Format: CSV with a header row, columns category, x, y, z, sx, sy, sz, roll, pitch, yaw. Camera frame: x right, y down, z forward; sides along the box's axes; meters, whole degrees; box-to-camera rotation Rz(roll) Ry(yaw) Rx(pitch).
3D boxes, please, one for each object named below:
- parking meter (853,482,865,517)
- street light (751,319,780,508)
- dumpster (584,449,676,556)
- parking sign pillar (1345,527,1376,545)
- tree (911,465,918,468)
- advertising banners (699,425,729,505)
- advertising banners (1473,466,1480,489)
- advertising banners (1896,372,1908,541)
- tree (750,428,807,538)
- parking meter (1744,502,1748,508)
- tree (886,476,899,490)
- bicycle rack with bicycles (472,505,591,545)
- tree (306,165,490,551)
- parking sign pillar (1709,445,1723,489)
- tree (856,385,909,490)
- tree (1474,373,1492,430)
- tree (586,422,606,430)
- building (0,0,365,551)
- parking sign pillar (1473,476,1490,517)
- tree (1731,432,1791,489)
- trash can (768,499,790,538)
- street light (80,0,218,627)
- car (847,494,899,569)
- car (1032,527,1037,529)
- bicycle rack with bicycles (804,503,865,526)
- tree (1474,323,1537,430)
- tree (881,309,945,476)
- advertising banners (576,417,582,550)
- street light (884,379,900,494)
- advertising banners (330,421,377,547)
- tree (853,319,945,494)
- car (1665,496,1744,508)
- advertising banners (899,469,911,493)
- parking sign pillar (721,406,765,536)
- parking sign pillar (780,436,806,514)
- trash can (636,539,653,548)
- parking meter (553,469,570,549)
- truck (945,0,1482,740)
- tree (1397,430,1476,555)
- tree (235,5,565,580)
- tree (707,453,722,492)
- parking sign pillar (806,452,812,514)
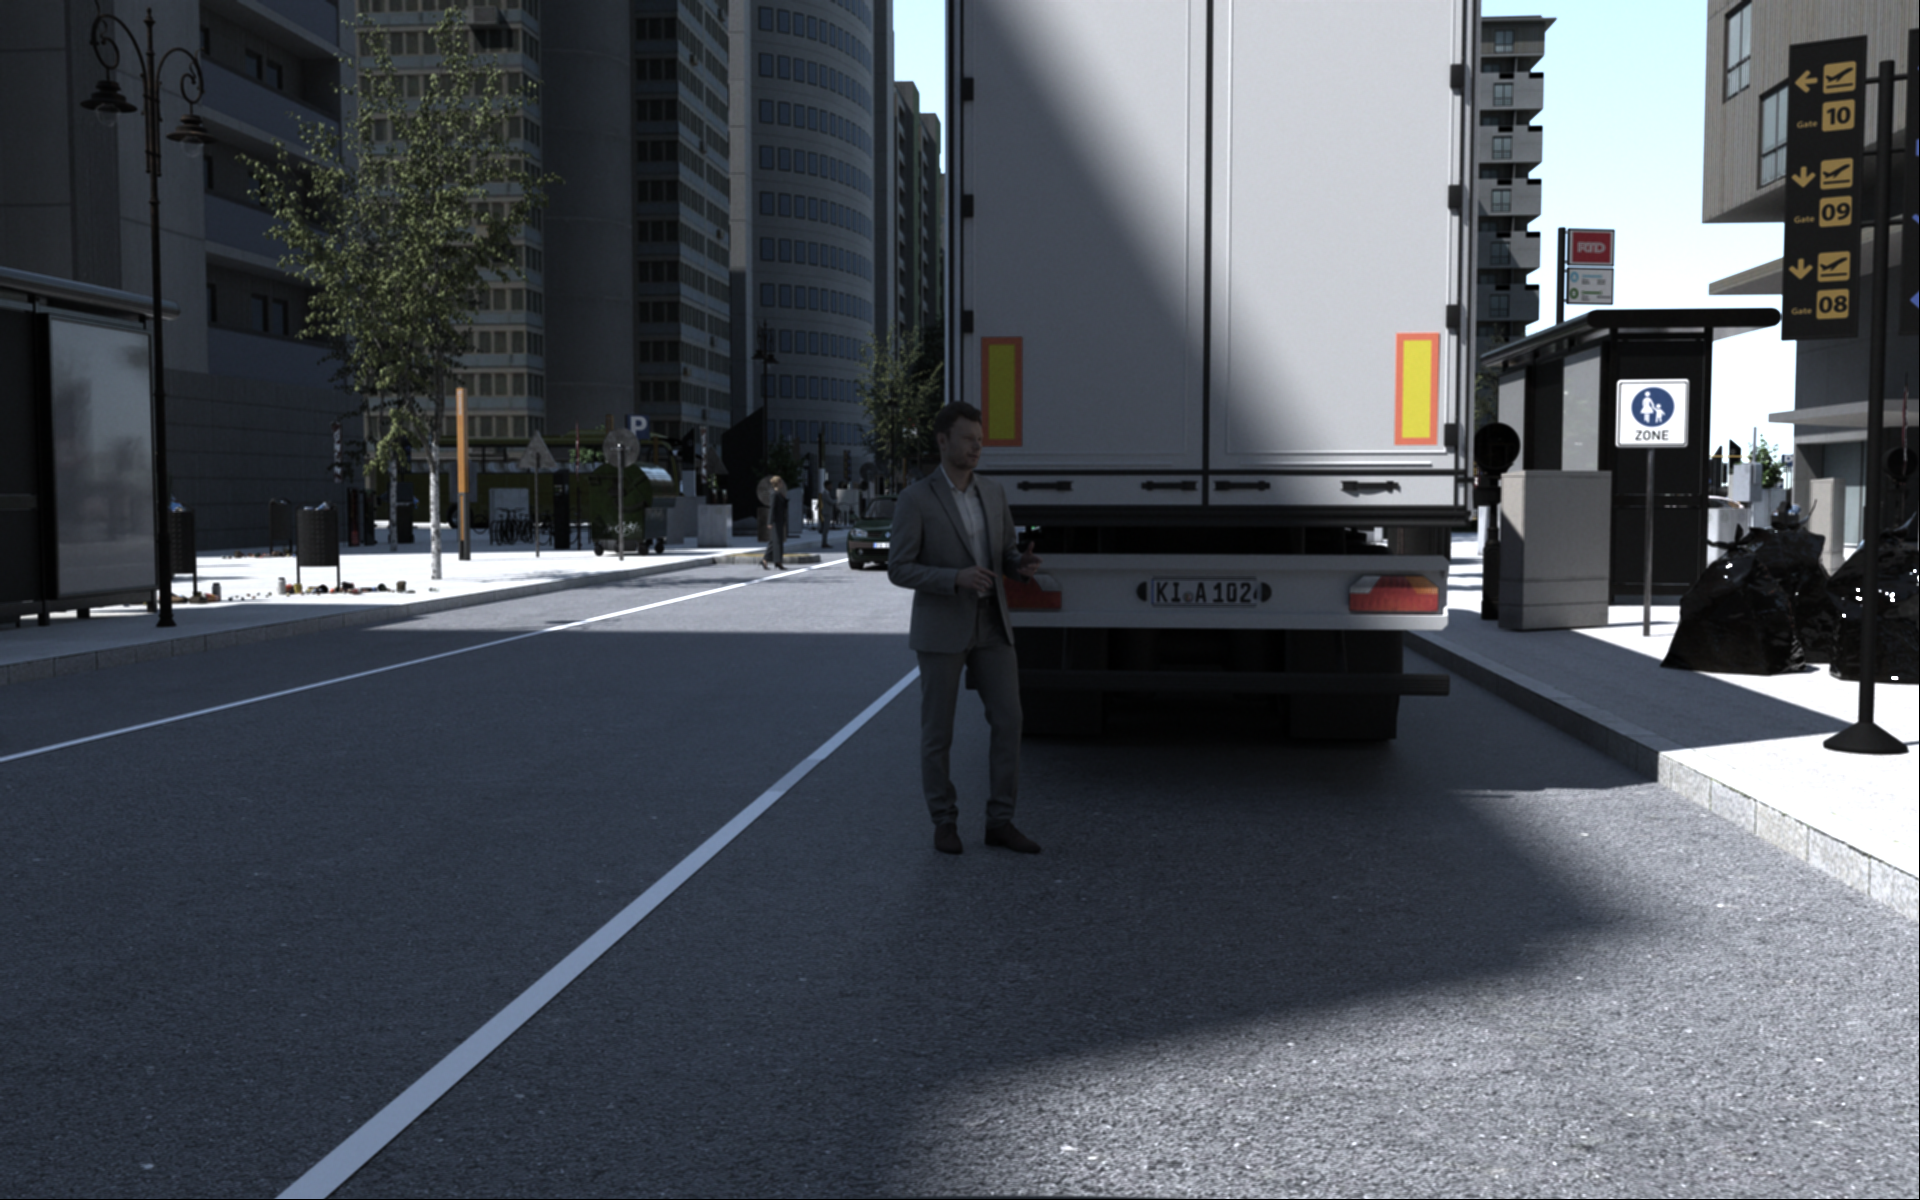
category,x,y,z,sx,sy,sz,roll,pitch,yaw
parking meter,-4.946,-4.779,83.855,0.399,1.863,0.255,2,4,34
street light,-5.148,-4.473,45.919,0.468,5.910,1.993,0,4,5
dumpster,-6.978,-2.087,36.624,1.502,2.255,1.985,0,4,5
parking sign pillar,8.591,-3.072,38.706,1.447,3.967,1.447,0,4,1
tree,-2.697,-9.775,143.531,4.285,4.588,4.351,0,3,0
advertising banners,-6.387,-2.983,44.966,0.090,3.025,2.074,1,4,12
advertising banners,25.652,-5.623,88.127,0.090,3.025,2.074,-3,4,-38
advertising banners,13.274,-1.725,24.388,0.090,3.025,2.074,2,4,30
tree,-5.368,-3.454,51.078,1.663,3.219,1.824,0,3,0
parking meter,24.004,-2.866,52.566,0.399,1.863,0.255,-1,4,-18
tree,-5.087,-7.936,124.357,1.663,3.219,1.824,0,3,0
bicycle rack with bicycles,-10.912,-1.887,44.239,2.852,0.926,2.925,1,4,22
tree,-12.735,-5.414,38.885,4.360,8.622,3.978,0,3,0
parking sign pillar,41.509,-6.544,95.462,1.447,3.967,1.447,-3,5,-44
tree,-4.907,-10.156,116.419,4.360,8.622,3.978,0,3,0
tree,25.864,-8.627,91.415,4.737,8.622,4.395,0,3,0
tree,-16.338,-5.848,79.326,4.285,4.588,4.351,0,3,0
building,-30.616,-30.611,42.483,28.212,58.520,21.231,0,4,5
parking sign pillar,28.745,-6.569,95.882,1.447,3.967,1.447,0,4,-1
tree,25.186,-3.676,54.705,1.663,3.219,1.824,0,3,0
trash can,-5.092,-2.234,48.185,0.748,1.137,0.748,0,3,0
street light,-7.699,-2.681,16.621,0.468,5.910,1.993,0,4,5
car,-1.102,-1.491,34.165,2.009,1.686,4.222,0,4,7
car,2.004,-1.095,26.697,1.959,1.807,4.718,0,4,7
bicycle rack with bicycles,-5.407,-3.482,70.320,2.852,0.926,2.925,0,4,-4
tree,23.938,-7.627,75.068,4.360,8.622,3.978,0,3,0
tree,-0.219,-11.541,105.705,9.611,12.733,9.660,0,3,0
advertising banners,-8.758,-2.665,39.755,0.090,3.025,2.074,-1,4,-11
street light,-2.714,-5.939,69.896,0.468,5.910,1.993,0,4,5
advertising banners,-14.803,-2.819,42.275,0.090,3.025,2.074,1,4,9
tree,-2.727,-7.559,73.945,4.737,8.622,4.395,0,3,0
car,27.503,-3.105,63.126,4.827,1.381,2.083,0,4,5
advertising banners,-4.244,-7.589,120.261,2.074,3.025,0.090,-2,4,-25
parking sign pillar,-6.644,-3.957,53.165,1.447,3.967,1.447,0,4,0
parking sign pillar,-8.043,-5.606,80.123,1.447,3.967,1.447,0,4,-2
trash can,-7.682,-1.830,41.570,0.748,1.137,0.748,0,3,0
parking meter,-9.305,-2.125,40.447,0.255,1.863,0.399,1,4,11
truck,1.775,-1.503,13.486,2.839,4.237,11.283,0,4,7
tree,5.963,-1.720,22.723,1.663,3.219,1.824,0,3,0
tree,-8.119,-4.612,25.772,4.737,8.622,4.395,0,3,0
tree,-10.830,-5.162,79.000,1.663,3.219,1.824,0,3,0
parking sign pillar,-10.088,-7.547,111.862,1.447,3.967,1.447,3,4,39
